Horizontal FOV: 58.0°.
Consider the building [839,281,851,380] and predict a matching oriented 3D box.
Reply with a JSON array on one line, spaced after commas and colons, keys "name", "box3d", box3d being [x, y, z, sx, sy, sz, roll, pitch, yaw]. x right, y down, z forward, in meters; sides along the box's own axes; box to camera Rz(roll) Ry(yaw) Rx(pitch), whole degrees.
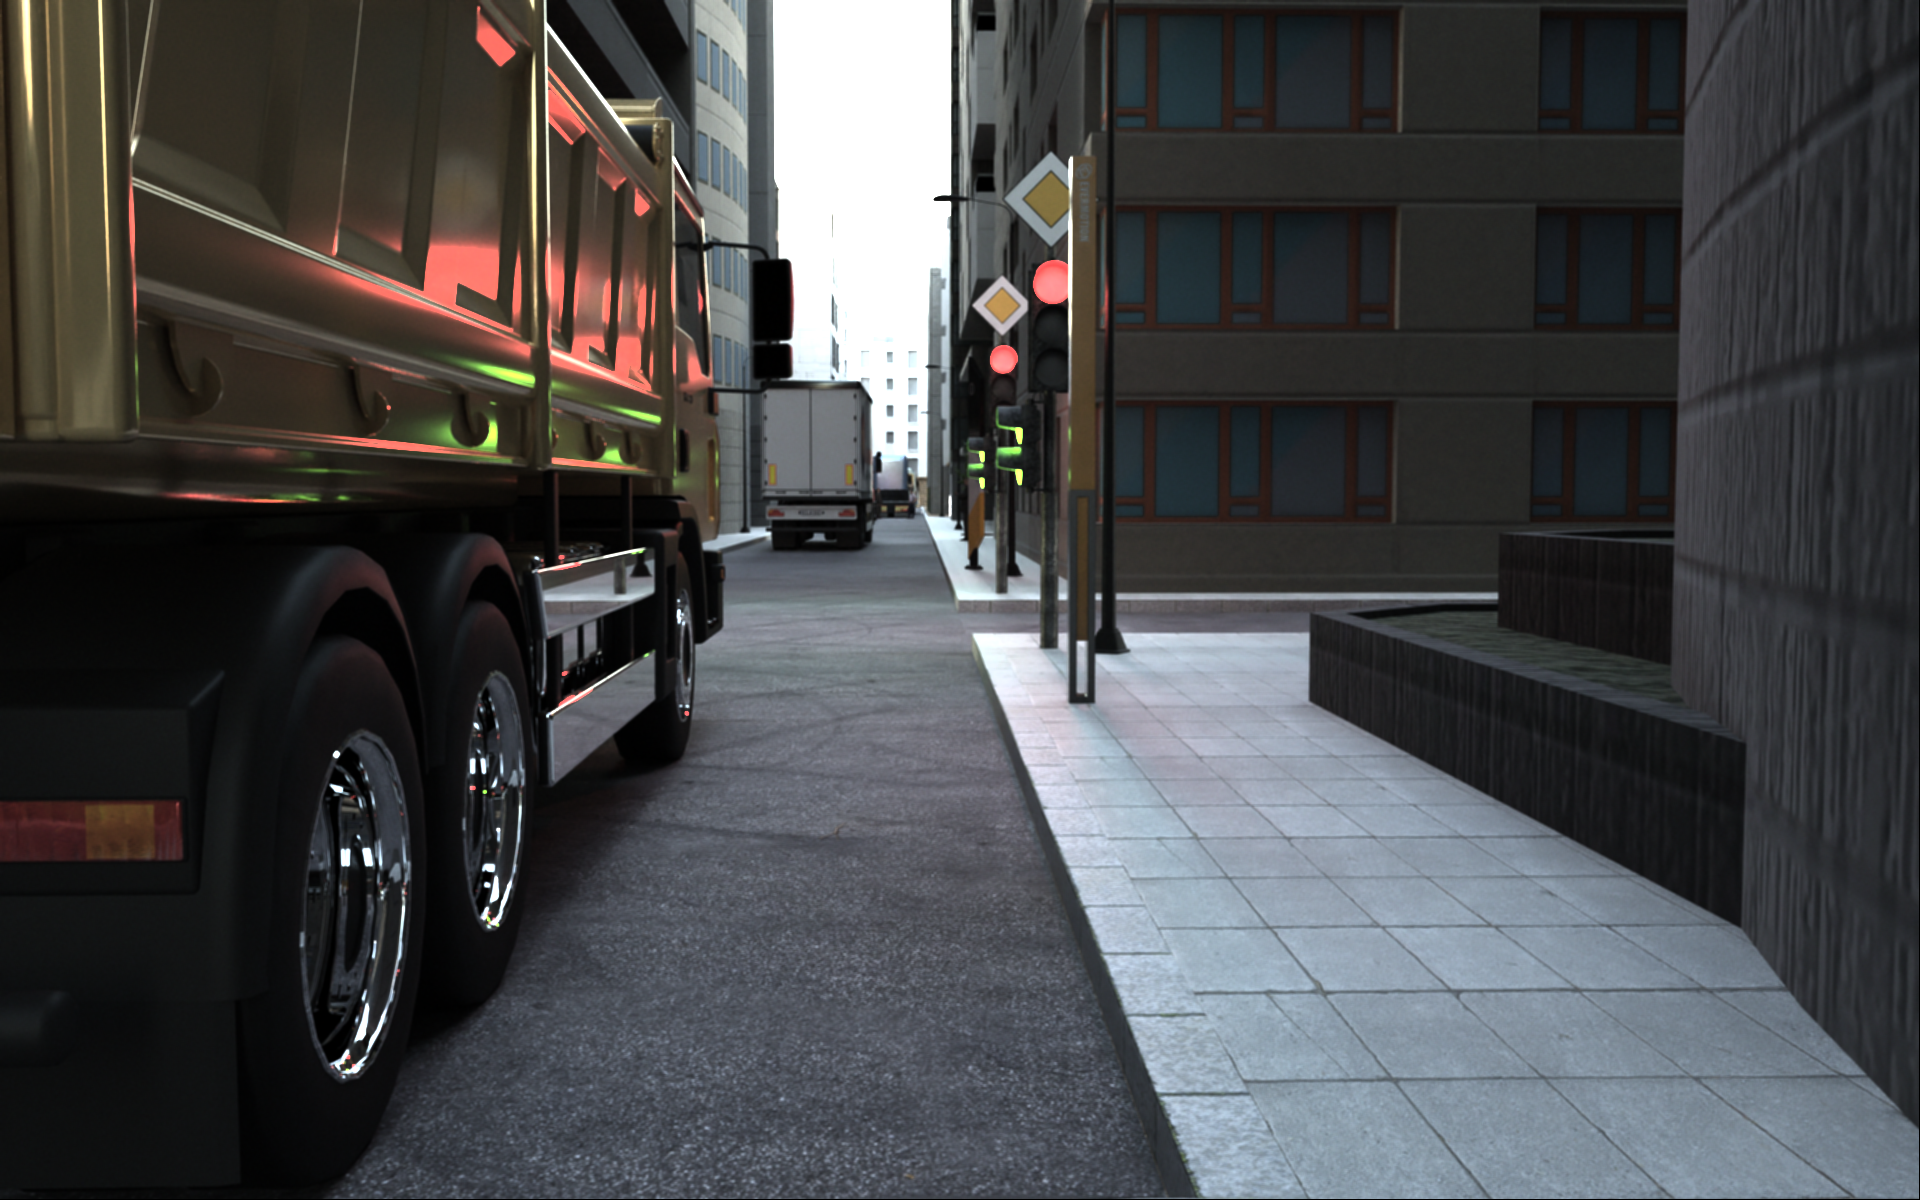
[{"name": "building", "box3d": [-17.783, -17.774, 147.027, 16.016, 20.091, 11.380, 0, 4, -1]}]

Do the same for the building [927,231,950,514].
[{"name": "building", "box3d": [6.073, -15.837, 125.395, 16.747, 18.905, 31.486, 0, 4, -1]}]

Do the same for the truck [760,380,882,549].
[{"name": "truck", "box3d": [-3.740, -3.622, 48.138, 2.839, 4.237, 11.283, 0, 4, -1]}]

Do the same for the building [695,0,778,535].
[{"name": "building", "box3d": [-17.706, -31.443, 56.091, 21.231, 58.520, 28.212, 0, 4, -1]}]

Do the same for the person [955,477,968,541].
[{"name": "person", "box3d": [0.168, -2.507, 47.721, 0.600, 1.739, 0.565, -1, 4, -12]}]

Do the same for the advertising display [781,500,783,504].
[{"name": "advertising display", "box3d": [-6.712, -3.660, 65.057, 0.123, 1.923, 0.974, 0, 4, -7]}]

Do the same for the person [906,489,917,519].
[{"name": "person", "box3d": [-2.841, -5.604, 101.068, 0.436, 1.711, 0.756, -2, 4, -26]}]

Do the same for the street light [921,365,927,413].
[{"name": "street light", "box3d": [-0.586, -5.493, 62.359, 1.470, 5.913, 1.316, 0, 4, -1]}]

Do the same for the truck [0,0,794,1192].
[{"name": "truck", "box3d": [-2.641, -0.688, 7.179, 3.469, 3.379, 9.791, 0, 4, -2]}]

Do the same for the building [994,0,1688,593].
[{"name": "building", "box3d": [15.766, -11.676, 35.939, 28.899, 21.520, 27.650, 0, 4, -1]}]

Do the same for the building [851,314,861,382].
[{"name": "building", "box3d": [-15.715, -18.892, 165.306, 11.380, 20.091, 16.016, 0, 4, -1]}]

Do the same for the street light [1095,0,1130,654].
[{"name": "street light", "box3d": [0.663, -2.527, 13.856, 1.470, 5.913, 1.316, 0, 4, -1]}]

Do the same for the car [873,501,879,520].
[{"name": "car", "box3d": [-5.387, -5.122, 93.529, 2.009, 1.686, 4.222, 0, 4, 0]}]

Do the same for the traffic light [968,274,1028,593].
[{"name": "traffic light", "box3d": [0.522, -2.042, 22.316, 0.839, 4.253, 0.868, 0, 4, -1]}]

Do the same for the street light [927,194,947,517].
[{"name": "street light", "box3d": [0.269, -3.330, 26.994, 1.470, 5.913, 1.316, 0, 4, -1]}]

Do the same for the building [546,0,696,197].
[{"name": "building", "box3d": [-16.901, -24.920, 31.146, 21.300, 48.544, 21.600, 0, 4, -1]}]

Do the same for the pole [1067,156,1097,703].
[{"name": "pole", "box3d": [0.746, -1.025, 10.597, 0.158, 3.312, 0.155, 0, 3, 0]}]

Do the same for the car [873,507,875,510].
[{"name": "car", "box3d": [-4.186, -3.231, 65.399, 1.945, 1.354, 3.894, 0, 4, 0]}]

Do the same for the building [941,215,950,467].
[{"name": "building", "box3d": [6.919, -15.129, 103.783, 16.016, 20.091, 11.380, 0, 4, -1]}]

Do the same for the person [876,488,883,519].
[{"name": "person", "box3d": [-4.681, -5.599, 100.593, 0.434, 1.755, 0.990, 0, 4, -7]}]

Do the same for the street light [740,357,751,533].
[{"name": "street light", "box3d": [-6.550, -5.165, 56.991, 1.470, 5.913, 1.316, 0, 4, -1]}]

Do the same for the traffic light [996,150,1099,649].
[{"name": "traffic light", "box3d": [0.726, -1.554, 14.333, 0.839, 4.253, 0.868, 0, 4, -1]}]

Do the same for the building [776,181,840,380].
[{"name": "building", "box3d": [-22.505, -16.476, 113.364, 27.936, 21.610, 32.646, 0, 4, -1]}]

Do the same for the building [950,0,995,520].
[{"name": "building", "box3d": [6.445, -19.497, 90.478, 14.160, 30.474, 14.107, 0, 4, -1]}]

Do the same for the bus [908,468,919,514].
[{"name": "bus", "box3d": [-4.575, -8.270, 130.072, 2.948, 3.499, 13.247, 0, 4, -1]}]

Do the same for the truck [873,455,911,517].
[{"name": "truck", "box3d": [-4.552, -7.570, 113.521, 2.967, 4.110, 18.799, 0, 4, -2]}]

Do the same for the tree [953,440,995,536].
[{"name": "tree", "box3d": [0.432, -3.604, 53.535, 1.663, 3.219, 1.824, 0, 3, 0]}]

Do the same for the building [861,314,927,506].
[{"name": "building", "box3d": [-8.576, -20.318, 188.612, 11.380, 20.091, 16.016, 0, 4, -1]}]

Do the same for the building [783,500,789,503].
[{"name": "building", "box3d": [-23.635, -23.895, 82.561, 32.217, 40.220, 23.993, 0, 4, -1]}]

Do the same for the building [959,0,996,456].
[{"name": "building", "box3d": [13.695, -29.356, 69.214, 28.713, 52.752, 27.495, 0, 4, -1]}]

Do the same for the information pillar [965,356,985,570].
[{"name": "information pillar", "box3d": [0.271, -2.324, 29.355, 0.183, 3.616, 0.504, -2, 4, -25]}]
